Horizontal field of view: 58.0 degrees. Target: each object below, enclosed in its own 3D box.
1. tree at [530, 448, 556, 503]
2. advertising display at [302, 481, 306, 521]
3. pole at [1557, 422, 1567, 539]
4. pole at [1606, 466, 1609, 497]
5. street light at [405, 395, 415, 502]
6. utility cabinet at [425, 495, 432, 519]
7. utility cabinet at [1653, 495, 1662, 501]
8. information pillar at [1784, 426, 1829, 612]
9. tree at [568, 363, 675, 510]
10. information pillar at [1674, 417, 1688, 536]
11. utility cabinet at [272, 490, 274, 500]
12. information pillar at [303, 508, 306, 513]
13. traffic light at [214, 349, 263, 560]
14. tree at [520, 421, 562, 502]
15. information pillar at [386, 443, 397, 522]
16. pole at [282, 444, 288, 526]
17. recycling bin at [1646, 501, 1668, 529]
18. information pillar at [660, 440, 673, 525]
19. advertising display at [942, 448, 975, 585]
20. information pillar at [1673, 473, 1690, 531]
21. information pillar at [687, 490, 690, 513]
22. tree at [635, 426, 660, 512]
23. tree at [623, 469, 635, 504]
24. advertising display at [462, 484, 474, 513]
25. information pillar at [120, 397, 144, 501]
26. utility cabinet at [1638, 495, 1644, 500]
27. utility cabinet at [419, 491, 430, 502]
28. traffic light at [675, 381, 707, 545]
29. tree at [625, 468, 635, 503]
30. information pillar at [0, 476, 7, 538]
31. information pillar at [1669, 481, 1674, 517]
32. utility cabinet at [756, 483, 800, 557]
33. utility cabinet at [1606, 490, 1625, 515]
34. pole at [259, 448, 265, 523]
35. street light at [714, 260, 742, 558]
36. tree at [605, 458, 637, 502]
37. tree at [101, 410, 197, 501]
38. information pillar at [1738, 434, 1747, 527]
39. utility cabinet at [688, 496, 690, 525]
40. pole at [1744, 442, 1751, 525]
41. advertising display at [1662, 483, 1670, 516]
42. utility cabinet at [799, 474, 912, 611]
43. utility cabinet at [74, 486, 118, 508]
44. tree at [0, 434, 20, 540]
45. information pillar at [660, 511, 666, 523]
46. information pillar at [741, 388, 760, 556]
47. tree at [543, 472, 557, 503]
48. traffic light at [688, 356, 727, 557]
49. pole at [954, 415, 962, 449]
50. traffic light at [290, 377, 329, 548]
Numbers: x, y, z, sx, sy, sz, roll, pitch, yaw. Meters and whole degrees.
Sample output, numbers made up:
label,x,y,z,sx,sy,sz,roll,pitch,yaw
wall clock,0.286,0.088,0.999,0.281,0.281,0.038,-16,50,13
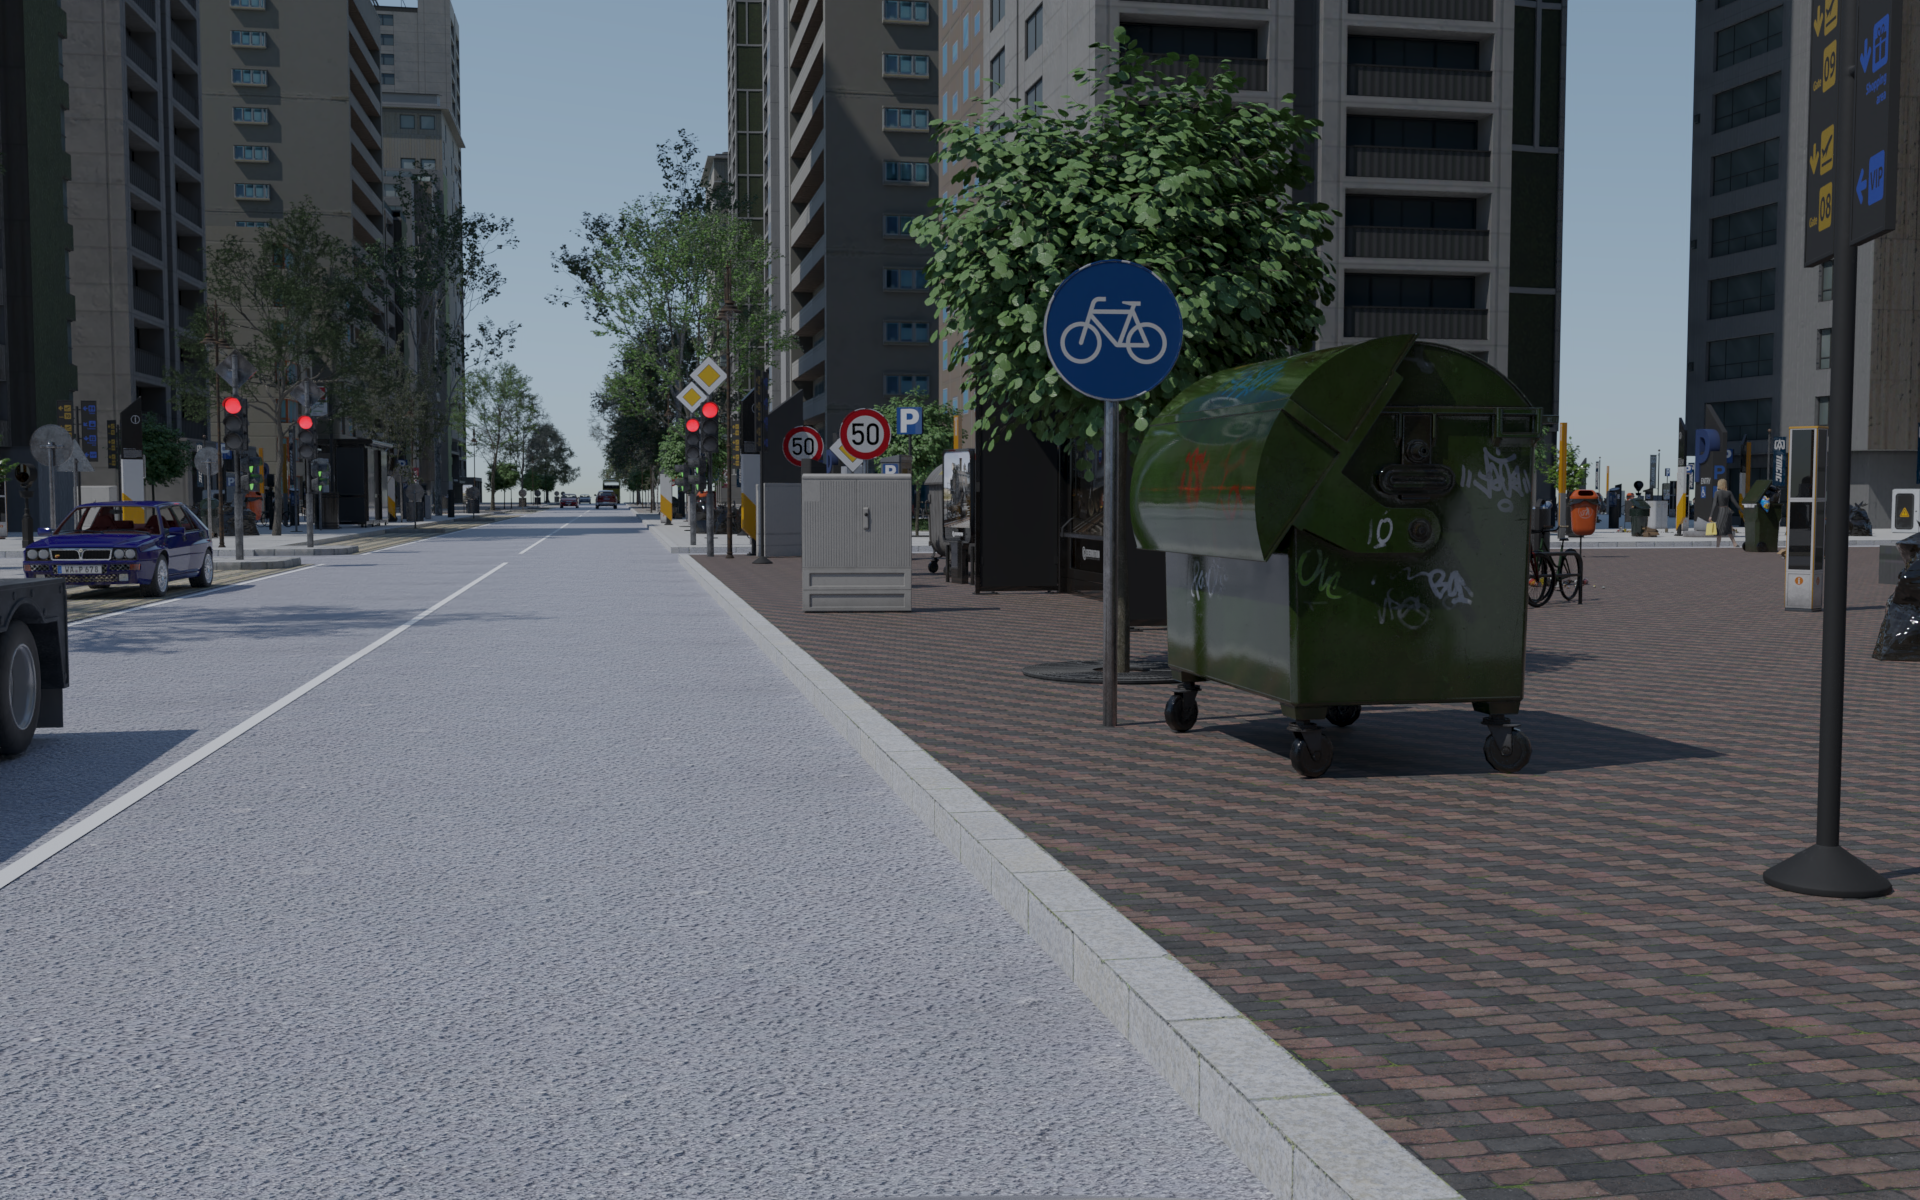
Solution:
label,x,y,z,sx,sy,sz,roll,pitch,yaw
tree,-62.557,-18.946,260.129,4.360,8.622,3.978,0,3,0
advertising display,-31.353,-4.813,83.906,0.123,1.923,0.974,3,5,42
pole,17.182,-3.398,49.396,0.158,3.312,0.155,0,3,0
pole,46.781,-8.029,125.111,0.158,3.312,0.155,0,3,0
street light,-25.185,-6.534,79.626,0.468,5.910,1.993,-1,4,-11
utility cabinet,-27.089,-4.716,88.268,0.306,1.237,1.020,-1,4,-14
utility cabinet,41.029,-5.511,101.260,1.020,1.237,0.306,1,4,13
information pillar,9.245,-0.883,18.926,0.304,2.012,0.304,-3,5,-43
tree,-24.130,-13.788,135.796,12.009,13.543,11.850,0,3,0
information pillar,21.953,-3.751,52.683,0.183,3.616,0.504,0,4,1
utility cabinet,-40.341,-5.655,101.142,0.318,1.500,1.173,-2,4,-31
information pillar,-42.481,-6.599,112.384,0.304,2.012,0.304,-1,4,-17
traffic light,-14.025,-2.736,33.653,0.839,4.253,0.868,-1,4,-11
tree,-64.326,-21.586,269.940,9.611,12.733,9.660,0,3,0
information pillar,-26.214,-5.400,79.647,0.183,3.616,0.504,3,4,37
pole,-27.324,-4.663,70.088,0.158,3.312,0.155,0,3,0
recycling bin,25.599,-3.143,63.936,0.722,1.027,0.722,-2,4,-31
information pillar,-12.074,-4.884,71.205,0.504,3.616,0.183,0,4,5
advertising display,-0.002,-1.195,24.760,0.123,1.923,0.974,-2,4,-25
information pillar,25.180,-3.415,60.330,0.304,2.012,0.304,-2,4,-27
information pillar,-18.442,-6.938,117.925,0.304,2.012,0.304,-2,4,-27
tree,-21.656,-10.644,124.383,4.360,8.622,3.978,0,3,0
tree,-29.776,-11.009,163.714,4.285,4.588,4.351,0,3,0
advertising display,-32.596,-6.705,114.839,0.974,1.923,0.123,2,4,31
information pillar,-19.834,-3.069,41.539,0.183,3.616,0.504,3,5,45
utility cabinet,34.511,-4.685,87.756,0.306,1.237,1.020,1,4,22
utility cabinet,-33.685,-6.088,108.215,0.318,1.500,1.173,3,4,39
traffic light,-6.699,-3.324,43.263,0.839,4.253,0.868,-1,4,-11
tree,-45.044,-17.672,239.294,4.737,8.622,4.395,0,3,0
information pillar,-28.299,-2.848,51.061,0.304,2.012,0.304,-2,4,-34
information pillar,39.117,-5.534,94.966,0.304,2.012,0.304,-1,4,-21
utility cabinet,-3.592,-1.623,35.215,1.173,1.500,0.318,-3,5,-44
utility cabinet,40.388,-5.995,106.699,1.173,1.500,0.318,-1,4,-23
pole,-30.909,-5.068,76.700,0.158,3.312,0.155,0,3,0
street light,-4.594,-3.768,34.394,0.468,5.910,1.993,-1,4,-11
tree,-40.852,-18.340,217.989,7.486,12.596,7.792,0,3,0
tree,-31.551,-5.121,67.437,4.285,4.588,4.351,0,3,0
information pillar,30.596,-4.669,67.688,0.183,3.616,0.504,3,5,40
utility cabinet,-10.982,-3.705,71.744,0.306,1.237,1.020,-2,4,-27
pole,31.006,-4.546,68.168,0.158,3.312,0.155,0,3,0
advertising display,41.157,-5.829,100.515,0.974,1.923,0.123,-1,4,-19
utility cabinet,-1.115,-0.617,18.771,1.173,1.500,0.318,0,4,-3
utility cabinet,-23.226,-2.316,46.546,1.173,1.500,0.318,1,4,17
tree,-27.672,-3.324,48.941,1.663,3.219,1.824,0,3,0
information pillar,-12.968,-4.380,76.100,0.304,2.012,0.304,1,4,16
information pillar,-4.337,-2.740,36.156,0.504,3.616,0.183,-3,5,-40
tree,-53.065,-14.120,214.581,4.285,4.588,4.351,0,3,0
traffic light,-5.141,-2.845,35.431,0.839,4.253,0.868,-1,4,-11
pole,-0.055,-3.131,45.033,0.158,3.312,0.155,0,3,0
traffic light,-15.584,-3.215,41.485,0.839,4.253,0.868,-1,4,-11
